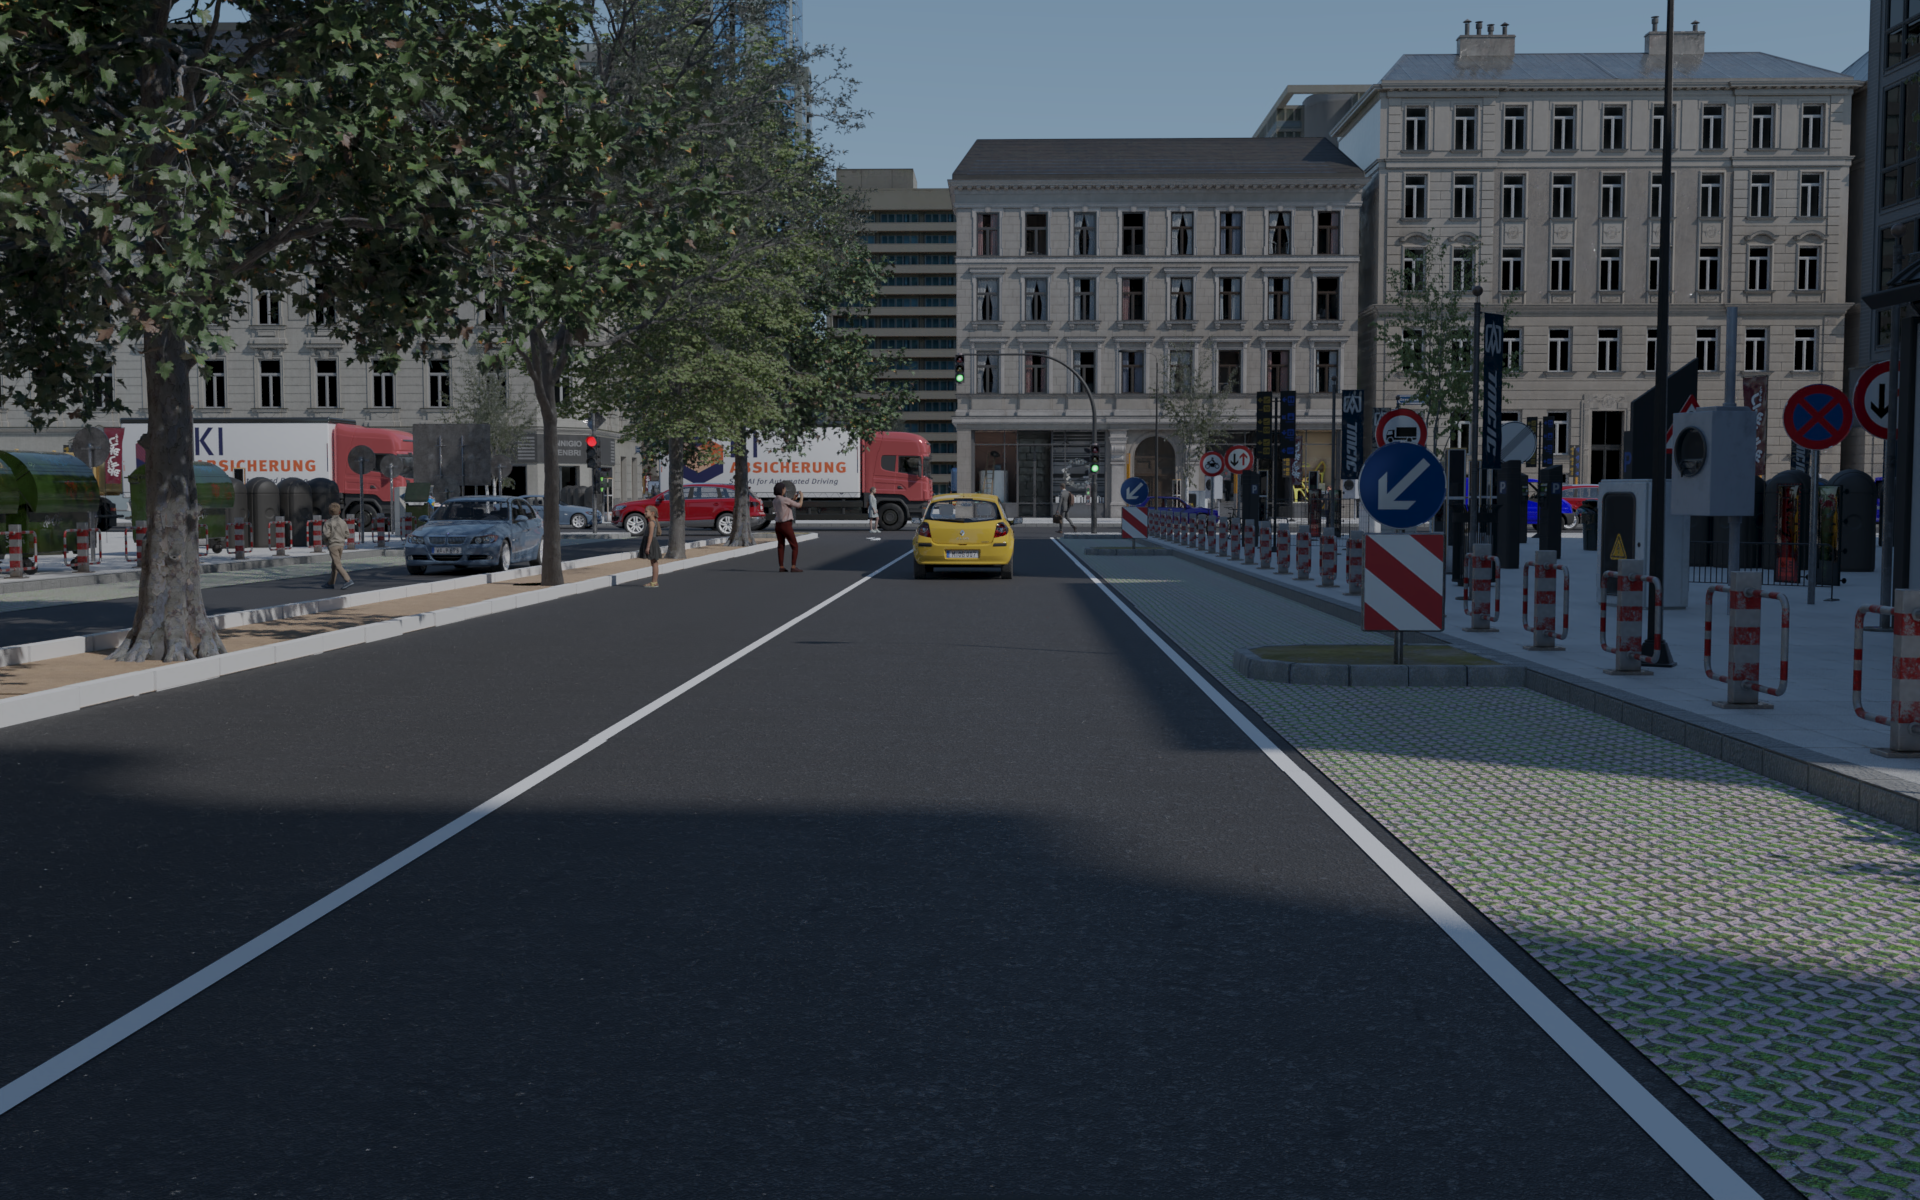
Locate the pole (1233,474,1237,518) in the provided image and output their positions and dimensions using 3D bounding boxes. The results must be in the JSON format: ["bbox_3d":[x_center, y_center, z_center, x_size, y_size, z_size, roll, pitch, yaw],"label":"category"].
[{"bbox_3d":[13.600,-5.599,85.390,0.158,3.312,0.155,0,3,0],"label":"pole"}]

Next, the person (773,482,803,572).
[{"bbox_3d":[-3.154,-1.336,31.804,0.566,1.644,0.517,-1,4,-8],"label":"person"}]

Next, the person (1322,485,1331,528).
[{"bbox_3d":[13.836,-3.434,65.173,0.750,1.759,0.617,-3,5,-45],"label":"person"}]

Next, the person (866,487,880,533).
[{"bbox_3d":[-3.248,-3.365,64.523,0.522,1.701,0.512,0,4,7],"label":"person"}]

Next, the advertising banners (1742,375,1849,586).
[{"bbox_3d":[11.966,-1.757,24.922,0.090,3.025,2.074,-1,4,-16],"label":"advertising banners"}]

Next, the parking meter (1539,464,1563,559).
[{"bbox_3d":[11.639,-1.739,34.143,0.399,1.863,0.255,-1,4,-22],"label":"parking meter"}]

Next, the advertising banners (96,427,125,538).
[{"bbox_3d":[-22.878,-3.000,45.231,2.074,3.025,0.090,-1,4,-11],"label":"advertising banners"}]

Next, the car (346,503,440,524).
[{"bbox_3d":[-22.608,-3.428,68.413,4.827,1.381,2.083,0,4,3],"label":"car"}]

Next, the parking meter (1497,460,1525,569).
[{"bbox_3d":[9.445,-1.475,29.832,0.255,1.863,0.399,-1,4,-14],"label":"parking meter"}]

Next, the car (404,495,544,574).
[{"bbox_3d":[-8.962,-1.248,32.407,2.014,1.417,4.499,0,3,0],"label":"car"}]

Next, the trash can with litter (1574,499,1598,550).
[{"bbox_3d":[14.535,-1.720,39.508,1.055,1.170,0.624,-3,5,-42],"label":"trash can with litter"}]

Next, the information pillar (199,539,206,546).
[{"bbox_3d":[-18.661,-2.326,42.529,0.304,2.012,0.304,-2,4,-33],"label":"information pillar"}]

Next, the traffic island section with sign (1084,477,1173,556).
[{"bbox_3d":[3.958,-1.976,40.931,1.989,1.847,2.006,0,4,2],"label":"traffic island section with sign"}]

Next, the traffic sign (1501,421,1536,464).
[{"bbox_3d":[9.692,-1.852,30.382,0.768,2.556,0.104,0,4,4],"label":"traffic sign"}]

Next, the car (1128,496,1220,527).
[{"bbox_3d":[8.928,-3.678,72.721,3.894,1.354,1.945,0,4,3],"label":"car"}]

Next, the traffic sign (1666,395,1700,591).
[{"bbox_3d":[9.576,-1.392,22.759,0.884,2.594,0.081,1,4,8],"label":"traffic sign"}]

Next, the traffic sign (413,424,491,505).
[{"bbox_3d":[-14.684,-3.437,50.060,2.265,3.308,0.079,0,4,2],"label":"traffic sign"}]

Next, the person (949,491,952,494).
[{"bbox_3d":[-0.822,-8.972,155.877,1.217,1.739,0.721,-1,4,-19],"label":"person"}]

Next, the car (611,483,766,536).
[{"bbox_3d":[-9.400,-3.135,59.923,5.304,1.827,2.281,0,4,1],"label":"car"}]

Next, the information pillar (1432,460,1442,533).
[{"bbox_3d":[10.516,-2.047,37.963,0.304,2.012,0.304,1,4,13],"label":"information pillar"}]

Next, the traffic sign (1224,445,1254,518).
[{"bbox_3d":[7.192,-2.727,44.697,0.768,2.556,0.104,1,4,11],"label":"traffic sign"}]

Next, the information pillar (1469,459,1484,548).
[{"bbox_3d":[11.032,-1.983,36.920,0.304,2.012,0.304,-3,5,-43],"label":"information pillar"}]

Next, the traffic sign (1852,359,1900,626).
[{"bbox_3d":[8.818,-1.000,16.450,0.768,2.556,0.104,0,4,2],"label":"traffic sign"}]

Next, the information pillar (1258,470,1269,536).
[{"bbox_3d":[9.204,-2.943,52.609,0.304,2.012,0.304,1,4,12],"label":"information pillar"}]

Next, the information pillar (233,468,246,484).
[{"bbox_3d":[-19.991,-2.666,48.088,0.304,2.012,0.304,-1,4,-16],"label":"information pillar"}]

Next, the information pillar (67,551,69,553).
[{"bbox_3d":[-19.421,-2.006,37.286,0.304,2.012,0.304,0,4,-6],"label":"information pillar"}]

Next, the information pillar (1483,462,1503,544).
[{"bbox_3d":[10.698,-1.839,34.565,0.304,2.012,0.304,0,4,4],"label":"information pillar"}]

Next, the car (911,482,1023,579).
[{"bbox_3d":[0.106,-1.246,30.601,2.015,1.641,3.980,0,4,2],"label":"car"}]

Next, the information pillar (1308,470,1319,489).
[{"bbox_3d":[10.999,-3.021,53.883,0.304,2.012,0.304,1,4,17],"label":"information pillar"}]

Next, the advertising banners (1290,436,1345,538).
[{"bbox_3d":[10.577,-3.383,51.499,0.090,3.025,2.074,-3,5,-40],"label":"advertising banners"}]

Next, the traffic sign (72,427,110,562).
[{"bbox_3d":[-16.424,-1.996,32.744,0.768,2.556,0.104,0,4,7],"label":"traffic sign"}]

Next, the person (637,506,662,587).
[{"bbox_3d":[-4.788,-0.829,26.731,0.373,1.253,0.362,0,4,-2],"label":"person"}]

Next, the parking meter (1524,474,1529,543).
[{"bbox_3d":[14.570,-2.408,45.077,0.255,1.863,0.399,-2,4,-25],"label":"parking meter"}]

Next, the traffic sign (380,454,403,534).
[{"bbox_3d":[-18.084,-3.365,55.117,0.768,2.556,0.104,0,4,5],"label":"traffic sign"}]

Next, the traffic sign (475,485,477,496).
[{"bbox_3d":[-14.143,-2.968,50.661,0.606,2.300,0.079,0,4,2],"label":"traffic sign"}]

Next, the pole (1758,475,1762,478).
[{"bbox_3d":[40.973,-5.808,88.798,0.158,3.312,0.155,0,3,0],"label":"pole"}]

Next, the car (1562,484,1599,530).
[{"bbox_3d":[25.575,-3.715,69.421,5.304,1.827,2.281,0,4,0],"label":"car"}]

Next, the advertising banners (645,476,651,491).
[{"bbox_3d":[-24.782,-8.903,141.758,2.074,3.025,0.090,0,4,1],"label":"advertising banners"}]

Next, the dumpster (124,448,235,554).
[{"bbox_3d":[-16.403,-2.074,36.407,1.502,2.255,1.985,0,4,2],"label":"dumpster"}]

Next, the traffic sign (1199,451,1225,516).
[{"bbox_3d":[7.464,-3.131,51.306,0.768,2.556,0.104,0,4,5],"label":"traffic sign"}]

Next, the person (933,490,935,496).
[{"bbox_3d":[-2.640,-10.133,174.256,0.705,1.814,1.350,-2,4,-33],"label":"person"}]

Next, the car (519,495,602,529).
[{"bbox_3d":[-17.174,-3.678,72.131,4.499,1.417,2.014,0,4,1],"label":"car"}]

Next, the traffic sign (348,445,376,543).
[{"bbox_3d":[-15.538,-2.745,44.981,0.768,2.556,0.104,0,4,7],"label":"traffic sign"}]

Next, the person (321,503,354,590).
[{"bbox_3d":[-9.381,-0.809,26.002,0.640,1.303,0.475,1,4,17],"label":"person"}]

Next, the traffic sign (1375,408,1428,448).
[{"bbox_3d":[6.546,-1.569,25.758,0.768,2.556,0.104,0,4,6],"label":"traffic sign"}]

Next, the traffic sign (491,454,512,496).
[{"bbox_3d":[-14.729,-3.390,55.525,0.768,2.556,0.104,0,4,7],"label":"traffic sign"}]

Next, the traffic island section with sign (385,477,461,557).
[{"bbox_3d":[-12.046,-1.931,40.196,1.989,1.847,2.006,0,4,2],"label":"traffic island section with sign"}]

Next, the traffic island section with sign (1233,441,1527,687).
[{"bbox_3d":[3.228,-0.313,13.754,1.989,1.847,2.006,0,4,2],"label":"traffic island section with sign"}]

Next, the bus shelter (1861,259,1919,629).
[{"bbox_3d":[8.152,-1.054,11.150,2.014,3.302,5.546,0,4,1],"label":"bus shelter"}]

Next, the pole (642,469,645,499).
[{"bbox_3d":[-25.940,-9.067,142.088,0.158,3.312,0.155,0,3,0],"label":"pole"}]

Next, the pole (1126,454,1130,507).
[{"bbox_3d":[8.462,-5.705,87.120,0.158,3.312,0.155,0,3,0],"label":"pole"}]

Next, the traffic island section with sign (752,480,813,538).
[{"bbox_3d":[-5.761,-2.963,56.586,2.006,1.907,1.989,0,4,2],"label":"traffic island section with sign"}]

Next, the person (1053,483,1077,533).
[{"bbox_3d":[3.820,-3.335,62.991,0.822,1.834,0.622,2,4,34],"label":"person"}]

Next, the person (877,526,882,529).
[{"bbox_3d":[-3.064,-3.356,71.657,0.655,0.850,0.859,-3,5,-44],"label":"person"}]

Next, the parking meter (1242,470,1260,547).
[{"bbox_3d":[7.057,-2.223,42.056,0.399,1.863,0.255,-3,5,-41],"label":"parking meter"}]

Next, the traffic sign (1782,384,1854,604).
[{"bbox_3d":[9.906,-1.222,20.081,0.768,2.556,0.104,1,4,10],"label":"traffic sign"}]

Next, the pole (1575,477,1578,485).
[{"bbox_3d":[30.448,-5.619,85.713,0.158,3.312,0.155,0,3,0],"label":"pole"}]
